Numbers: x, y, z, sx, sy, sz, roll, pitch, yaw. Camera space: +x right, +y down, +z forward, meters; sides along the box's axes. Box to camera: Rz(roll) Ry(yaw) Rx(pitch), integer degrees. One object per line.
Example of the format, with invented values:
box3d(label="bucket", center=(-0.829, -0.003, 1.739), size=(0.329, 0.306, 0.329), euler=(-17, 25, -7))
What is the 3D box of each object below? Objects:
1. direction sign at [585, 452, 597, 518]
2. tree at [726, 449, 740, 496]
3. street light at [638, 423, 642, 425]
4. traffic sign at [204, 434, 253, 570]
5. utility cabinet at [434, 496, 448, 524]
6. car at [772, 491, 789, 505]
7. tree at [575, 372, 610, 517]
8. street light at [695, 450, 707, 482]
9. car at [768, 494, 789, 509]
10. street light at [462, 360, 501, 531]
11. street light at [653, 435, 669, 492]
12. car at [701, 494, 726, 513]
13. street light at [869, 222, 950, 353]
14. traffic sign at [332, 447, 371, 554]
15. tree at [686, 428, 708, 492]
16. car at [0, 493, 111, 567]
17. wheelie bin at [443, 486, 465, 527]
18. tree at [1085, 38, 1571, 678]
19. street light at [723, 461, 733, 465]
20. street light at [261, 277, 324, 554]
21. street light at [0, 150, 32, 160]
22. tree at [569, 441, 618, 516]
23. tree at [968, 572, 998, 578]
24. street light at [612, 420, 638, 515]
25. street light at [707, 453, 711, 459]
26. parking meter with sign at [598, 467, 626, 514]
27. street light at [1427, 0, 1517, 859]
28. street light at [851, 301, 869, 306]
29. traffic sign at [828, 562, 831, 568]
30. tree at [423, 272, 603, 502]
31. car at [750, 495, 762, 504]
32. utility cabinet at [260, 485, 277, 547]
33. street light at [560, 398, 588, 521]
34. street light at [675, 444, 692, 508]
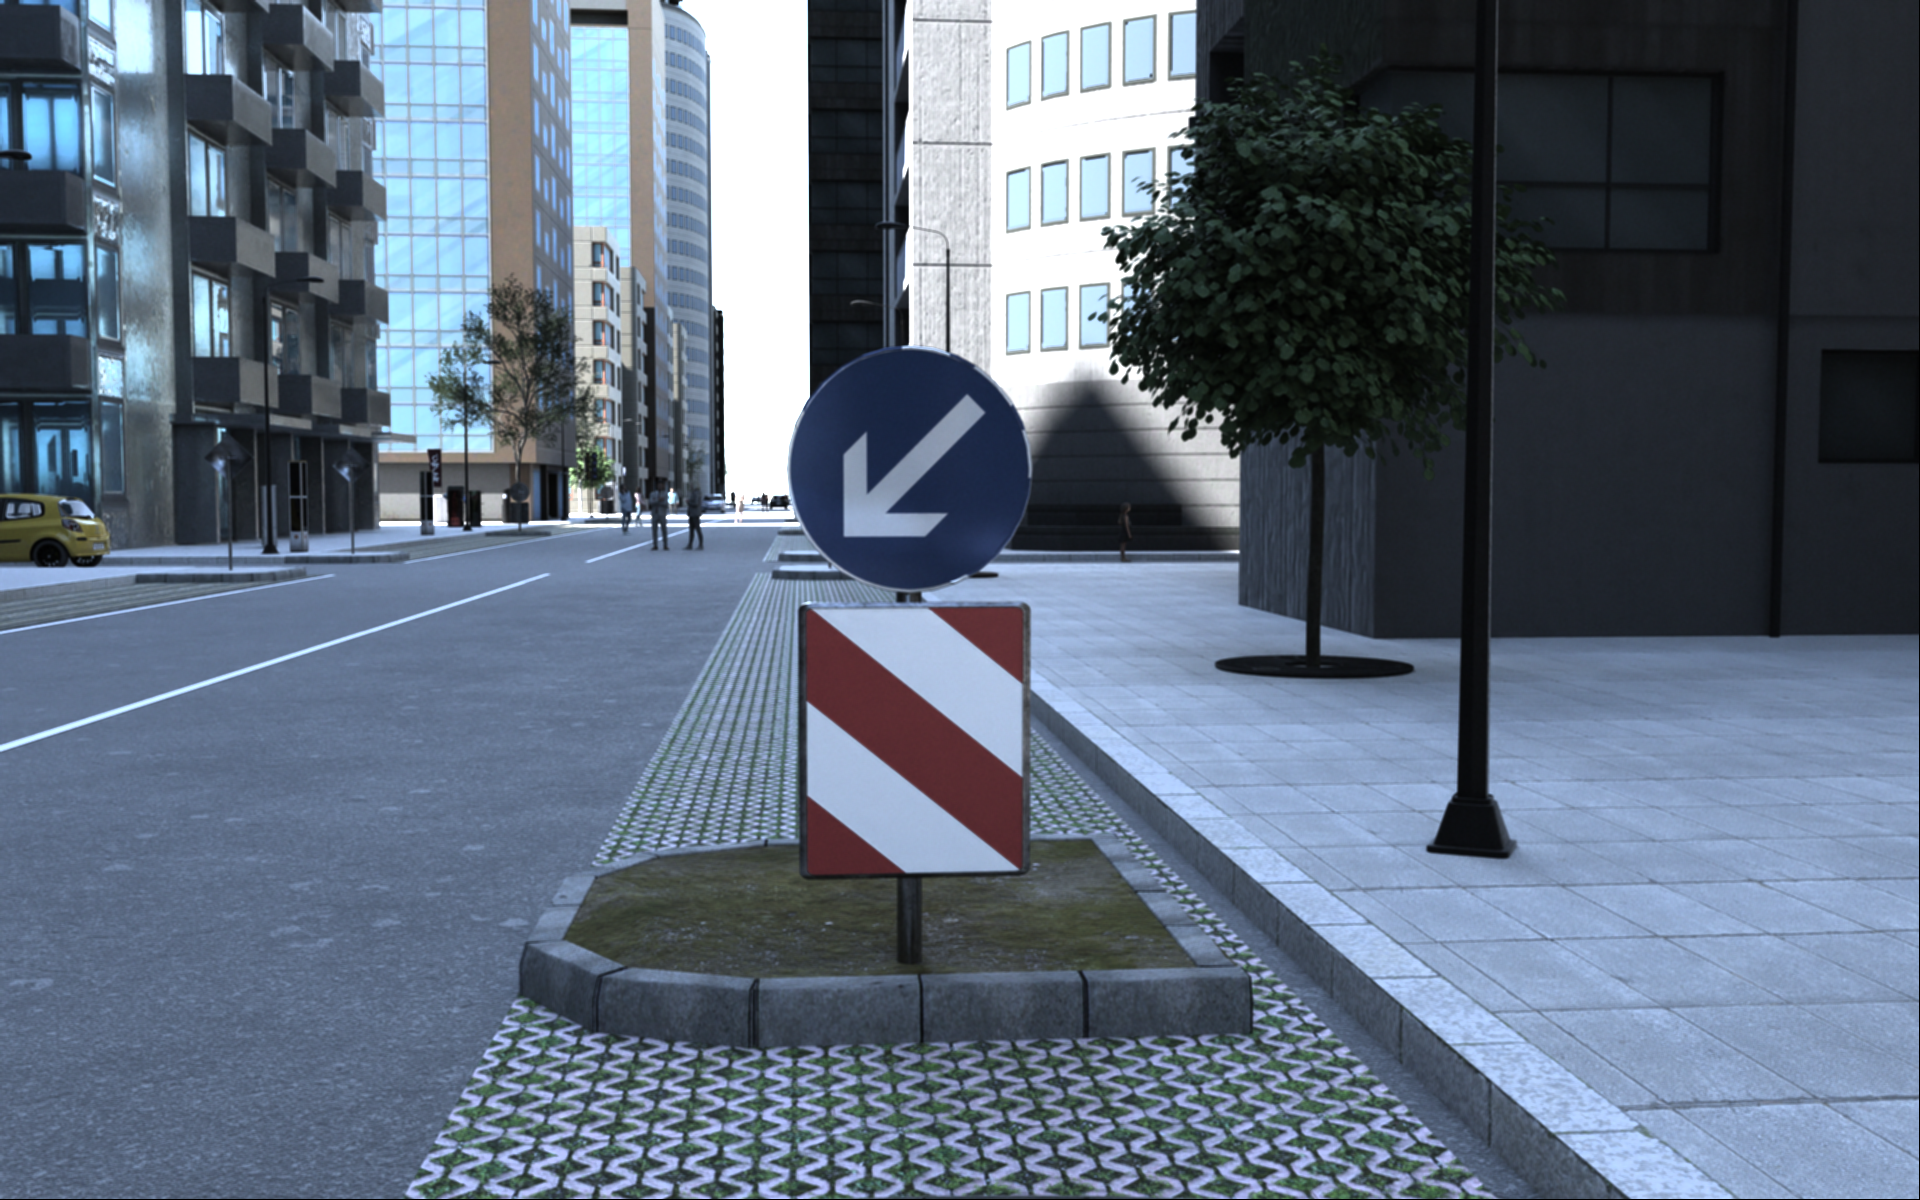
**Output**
box3d(label="direction sign", center=(-19.923, -6.215, 93.608), size=(0.379, 3.537, 0.876), euler=(2, 4, 29))
box3d(label="tree", center=(-36.525, -19.617, 271.104), size=(4.360, 8.622, 3.978), euler=(0, 3, 0))
box3d(label="street light", center=(-21.529, -8.617, 113.434), size=(1.470, 5.913, 1.316), euler=(0, 4, -5))
box3d(label="traffic sign", center=(-12.263, -1.555, 29.071), size=(0.795, 2.450, 0.064), euler=(0, 4, -5))
box3d(label="utility cabinet", center=(-22.687, -3.961, 75.930), size=(0.306, 1.237, 1.020), euler=(2, 4, 32))
box3d(label="car", center=(-23.126, -13.140, 223.513), size=(2.281, 1.827, 5.304), euler=(0, 4, -7))
box3d(label="tree", center=(-21.751, -9.055, 98.409), size=(4.360, 8.622, 3.978), euler=(0, 3, 0))
box3d(label="street light", center=(-27.974, -12.947, 184.219), size=(1.470, 5.913, 1.316), euler=(0, 4, -5))
box3d(label="car", center=(-17.463, -9.591, 166.597), size=(2.009, 1.686, 4.222), euler=(0, 4, -7))
box3d(label="street light", center=(-16.641, -5.366, 60.276), size=(1.470, 5.913, 1.316), euler=(0, 4, -5))
box3d(label="street light", center=(-23.721, -10.067, 137.141), size=(1.470, 5.913, 1.316), euler=(0, 4, -5))
box3d(label="car", center=(-18.936, -7.396, 132.929), size=(2.014, 1.417, 4.499), euler=(0, 4, -6))
box3d(label="street light", center=(-0.744, -3.499, 29.753), size=(1.470, 5.913, 1.316), euler=(0, 4, -5))
box3d(label="traffic sign", center=(-12.994, -2.042, 37.023), size=(0.795, 2.450, 0.064), euler=(0, 4, -5))
box3d(label="tree", center=(-29.436, -14.468, 186.906), size=(4.360, 8.622, 3.978), euler=(0, 3, 0))
box3d(label="car", center=(-18.381, -1.388, 32.912), size=(3.980, 1.641, 2.015), euler=(0, 4, -3))
box3d(label="wheelie bin", center=(-19.831, -3.681, 68.093), size=(0.980, 1.594, 0.693), euler=(0, 4, -7))
box3d(label="tree", center=(2.627, -1.763, 12.535), size=(4.285, 4.588, 4.351), euler=(0, 3, 0))
box3d(label="street light", center=(-35.541, -17.939, 265.843), size=(1.470, 5.913, 1.316), euler=(0, 4, -5))
box3d(label="street light", center=(-14.290, -3.949, 37.105), size=(1.470, 5.913, 1.316), euler=(0, 4, -5))
box3d(label="street light", center=(-13.231, -3.116, 23.483), size=(1.470, 5.913, 1.316), euler=(0, 4, -5))
box3d(label="tree", center=(-22.192, -7.318, 103.363), size=(4.285, 4.588, 4.351), euler=(0, 3, 0))
box3d(label="tree", center=(0.183, -1.980, 26.980), size=(1.663, 3.219, 1.824), euler=(0, 3, 0))
box3d(label="street light", center=(-21.063, -8.280, 107.915), size=(1.470, 5.913, 1.316), euler=(0, 4, -5))
box3d(label="street light", center=(-29.045, -13.652, 195.743), size=(1.470, 5.913, 1.316), euler=(0, 4, -5))
box3d(label="parking meter with sign", center=(-22.446, -7.052, 111.560), size=(1.738, 3.016, 0.543), euler=(1, 4, 8))
box3d(label="street light", center=(1.313, -2.049, 6.044), size=(1.470, 5.913, 1.316), euler=(0, 4, -5))
box3d(label="street light", center=(-1.922, -4.237, 41.812), size=(1.470, 5.913, 1.316), euler=(0, 4, -5))
box3d(label="traffic sign", center=(-2.259, -1.610, 29.967), size=(0.795, 2.450, 0.064), euler=(0, 4, -5))
box3d(label="tree", center=(-19.108, -8.529, 73.867), size=(8.767, 10.594, 7.601), euler=(1, 4, 12))
box3d(label="car", center=(-30.527, -15.149, 260.264), size=(1.945, 1.354, 3.894), euler=(0, 4, -4))
box3d(label="utility cabinet", center=(-16.615, -2.014, 41.601), size=(0.318, 1.500, 1.173), euler=(-2, 4, -24))
box3d(label="street light", center=(-18.581, -6.786, 83.484), size=(1.470, 5.913, 1.316), euler=(0, 4, -5))
box3d(label="street light", center=(-25.781, -11.486, 160.338), size=(1.470, 5.913, 1.316), euler=(0, 4, -5))
